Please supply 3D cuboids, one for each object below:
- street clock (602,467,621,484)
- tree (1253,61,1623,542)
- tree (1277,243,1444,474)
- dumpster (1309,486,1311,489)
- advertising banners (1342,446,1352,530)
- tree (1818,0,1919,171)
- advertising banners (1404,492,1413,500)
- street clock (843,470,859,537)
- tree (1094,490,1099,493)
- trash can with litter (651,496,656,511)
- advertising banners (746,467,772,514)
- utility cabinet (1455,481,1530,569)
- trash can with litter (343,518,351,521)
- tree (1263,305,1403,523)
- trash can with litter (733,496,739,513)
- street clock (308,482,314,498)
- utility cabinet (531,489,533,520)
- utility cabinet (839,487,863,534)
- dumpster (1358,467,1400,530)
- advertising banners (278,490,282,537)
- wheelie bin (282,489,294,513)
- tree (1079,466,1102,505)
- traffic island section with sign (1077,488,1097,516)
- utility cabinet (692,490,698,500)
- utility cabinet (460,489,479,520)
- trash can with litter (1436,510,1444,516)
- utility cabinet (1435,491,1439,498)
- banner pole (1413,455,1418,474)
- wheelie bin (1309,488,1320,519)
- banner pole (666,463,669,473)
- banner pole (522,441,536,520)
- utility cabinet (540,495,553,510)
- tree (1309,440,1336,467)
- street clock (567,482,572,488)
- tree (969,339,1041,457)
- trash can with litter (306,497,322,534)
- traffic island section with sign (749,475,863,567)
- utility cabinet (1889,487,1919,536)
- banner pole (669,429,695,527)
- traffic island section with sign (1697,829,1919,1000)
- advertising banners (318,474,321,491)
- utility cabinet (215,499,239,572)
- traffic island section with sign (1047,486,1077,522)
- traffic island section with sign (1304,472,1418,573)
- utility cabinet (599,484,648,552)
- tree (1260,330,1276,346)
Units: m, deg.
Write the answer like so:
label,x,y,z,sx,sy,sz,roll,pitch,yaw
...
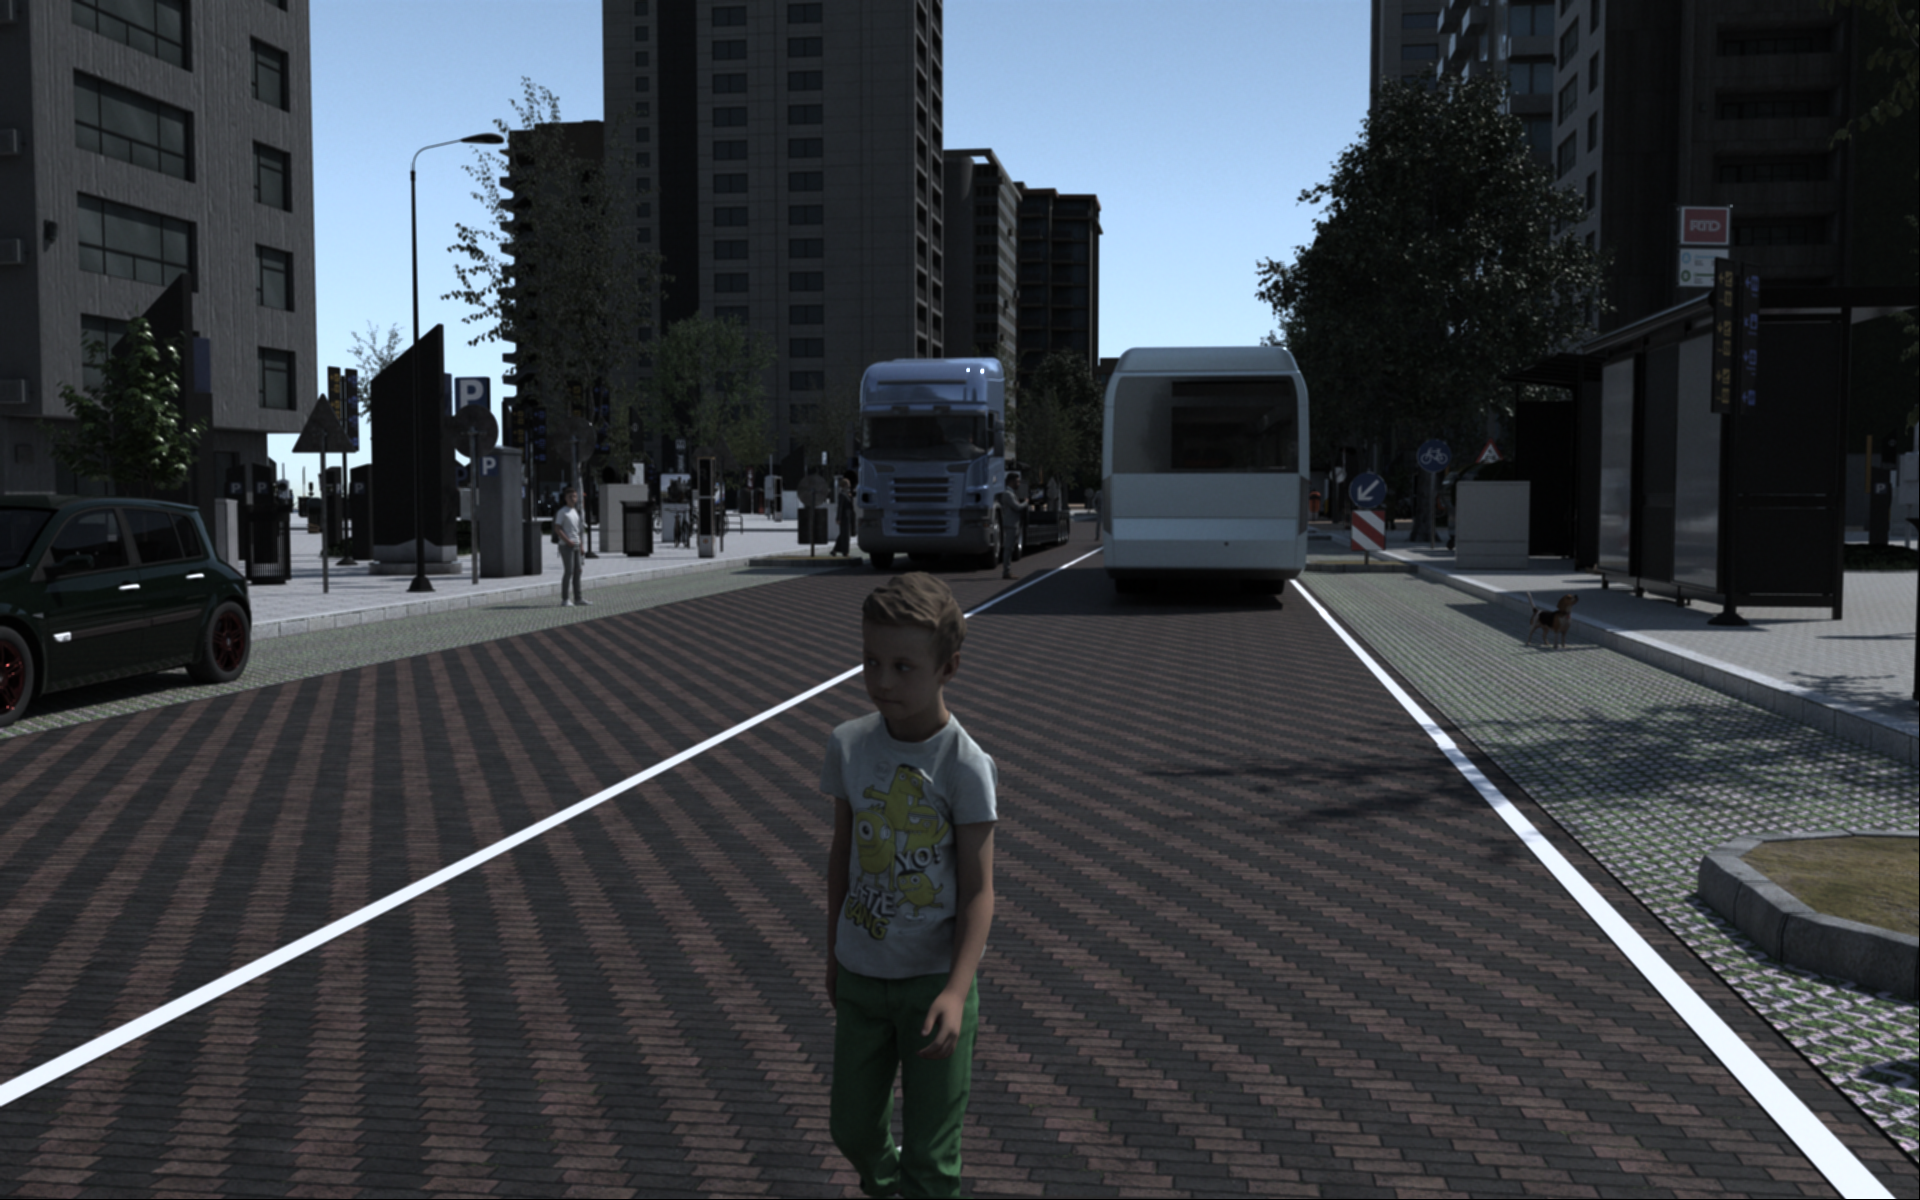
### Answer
label,x,y,z,sx,sy,sz,roll,pitch,yaw
street clock,-9.182,-2.514,45.666,0.471,2.002,0.358,2,4,30
tree,12.507,-7.895,46.095,9.611,12.733,9.660,0,3,0
tree,15.919,-8.704,68.073,9.928,11.665,9.643,0,3,0
dumpster,18.056,-5.280,92.087,1.264,1.857,1.865,0,4,8
advertising banners,13.979,-4.060,62.572,0.090,3.025,2.074,0,4,5
tree,7.377,-3.729,11.328,4.737,8.622,4.395,0,3,0
advertising banners,32.619,-7.843,124.422,2.074,3.025,0.090,-2,4,-30
street clock,-3.251,-2.904,52.048,0.471,2.002,0.358,2,4,26
tree,12.863,-10.657,168.841,1.663,3.219,1.824,0,3,0
trash can with litter,-22.664,-7.025,126.239,1.055,1.170,0.624,0,4,7
advertising banners,-12.622,-6.979,110.300,2.074,3.025,0.090,0,4,4
utility cabinet,9.059,-1.273,29.489,1.173,1.500,0.318,1,4,11
trash can with litter,-29.329,-4.356,82.276,2.233,1.210,1.678,0,4,4
tree,16.615,-8.674,76.228,8.767,10.594,7.601,1,4,12
trash can with litter,-14.807,-6.641,119.634,2.233,1.210,1.678,-2,4,-26
street clock,-40.104,-6.268,107.058,0.358,2.002,0.471,-1,4,-21
utility cabinet,-19.331,-4.108,75.840,1.173,1.500,0.318,0,4,-7
utility cabinet,-3.266,-2.799,54.438,1.173,1.500,0.318,3,5,41
dumpster,15.039,-3.677,62.609,1.502,2.255,1.985,0,4,8
advertising banners,-21.086,-3.380,51.454,0.090,3.025,2.074,2,4,34
wheelie bin,-45.892,-6.742,118.146,0.980,1.594,0.693,0,4,-5
tree,12.601,-10.846,161.044,4.285,4.588,4.351,0,3,0
traffic island section with sign,8.672,-6.533,115.436,1.989,1.847,2.006,1,4,8
utility cabinet,-14.089,-5.113,92.283,1.173,1.500,0.318,1,4,11
utility cabinet,-22.239,-4.273,78.548,1.173,1.500,0.318,3,5,44
trash can with litter,28.117,-5.531,101.489,2.233,1.210,1.678,-1,4,-21
utility cabinet,31.653,-6.548,115.741,0.318,1.500,1.173,0,4,-2
banner pole,29.553,-7.480,112.319,0.863,3.779,0.401,-2,4,-35
wheelie bin,17.858,-4.868,87.500,0.693,1.594,0.980,1,4,14
banner pole,-23.113,-9.038,137.785,0.863,3.779,0.401,-2,4,-33
banner pole,-17.825,-5.027,72.216,0.401,3.779,0.863,-3,4,-39
utility cabinet,-30.565,-7.155,128.152,0.306,1.237,1.020,2,4,30
tree,21.085,-9.547,106.455,4.737,8.622,4.395,0,3,0
street clock,-24.178,-6.311,107.748,0.358,2.002,0.471,2,4,24
tree,1.392,-8.071,82.326,4.737,8.622,4.395,0,3,0
trash can with litter,-21.038,-2.766,56.618,0.624,1.170,1.055,-1,4,-17
traffic island section with sign,-3.015,-1.593,34.666,1.989,1.847,2.006,1,4,8
utility cabinet,28.702,-2.669,52.318,0.318,1.500,1.173,-1,4,-21
banner pole,-10.579,-4.683,66.578,0.863,3.779,0.401,-2,4,-33
traffic island section with sign,3.540,0.190,5.529,1.989,1.847,2.006,1,4,8
advertising banners,-53.950,-9.314,148.475,2.074,3.025,0.090,0,4,-3
utility cabinet,-10.493,-0.778,23.878,1.020,1.237,0.306,0,4,8
traffic island section with sign,4.802,-4.901,88.759,1.989,1.847,2.006,1,4,8
traffic island section with sign,7.405,-1.442,32.207,1.989,1.847,2.006,1,4,8
utility cabinet,-7.455,-1.816,38.367,0.318,1.500,1.173,3,4,38
tree,34.844,-21.190,202.344,12.611,20.169,13.585,0,3,0
